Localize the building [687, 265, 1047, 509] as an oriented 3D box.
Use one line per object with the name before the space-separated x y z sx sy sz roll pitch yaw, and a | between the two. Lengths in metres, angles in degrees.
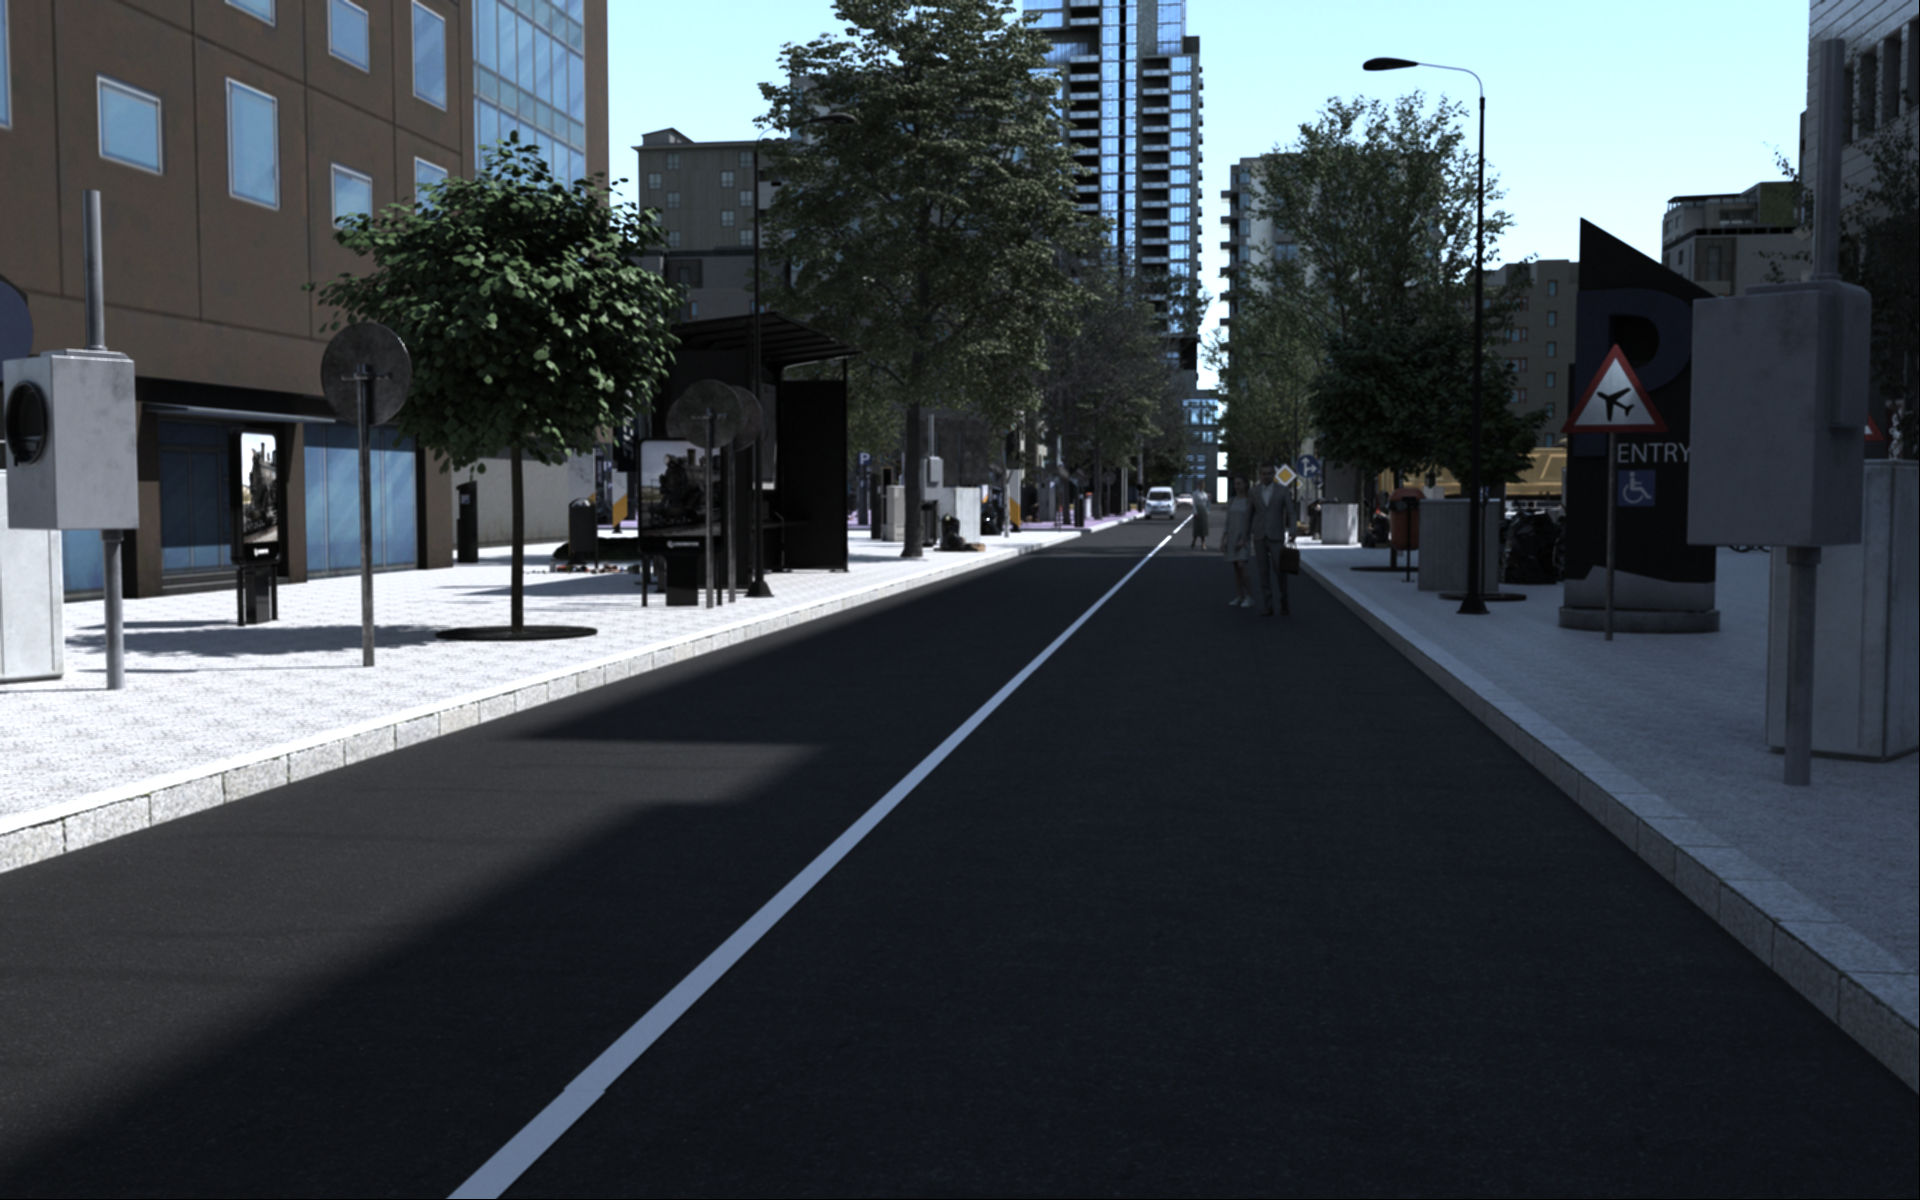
building | -7.196 -19.158 158.264 27.650 21.520 28.899 1 4 8

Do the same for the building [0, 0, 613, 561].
building | -17.766 -23.945 41.606 14.200 45.320 14.600 1 4 8

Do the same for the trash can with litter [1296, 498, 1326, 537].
trash can with litter | 10.577 -2.508 52.387 0.624 1.170 1.055 -3 5 -44

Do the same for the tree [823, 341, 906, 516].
tree | -5.503 -7.994 81.072 4.737 8.622 4.395 0 3 0

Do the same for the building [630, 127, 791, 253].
building | -30.470 -40.771 255.840 27.495 52.752 28.713 1 4 8

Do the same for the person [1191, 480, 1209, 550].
person | 6.156 -2.198 44.658 0.478 1.798 0.641 -1 4 -16

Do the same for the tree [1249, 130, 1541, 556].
tree | 9.230 -5.198 35.342 4.737 8.622 4.395 0 3 0

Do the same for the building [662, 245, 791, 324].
building | -25.896 -26.541 205.650 14.107 30.474 14.160 1 4 8

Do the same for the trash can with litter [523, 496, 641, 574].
trash can with litter | -5.872 -1.049 28.212 2.233 1.210 1.678 2 4 23

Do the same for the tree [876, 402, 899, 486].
tree | -4.234 -10.644 124.397 4.360 8.622 3.978 0 3 0

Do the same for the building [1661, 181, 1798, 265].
building | 101.381 -33.367 229.142 14.086 41.232 14.154 1 4 8

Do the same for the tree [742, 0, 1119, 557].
tree | -0.553 -7.153 35.084 7.486 12.596 7.792 0 3 0

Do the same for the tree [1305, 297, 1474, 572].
tree | 7.296 -2.771 29.012 4.285 4.588 4.351 0 3 0

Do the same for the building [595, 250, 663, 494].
building | -40.070 -26.596 206.546 14.107 30.474 14.160 1 4 8

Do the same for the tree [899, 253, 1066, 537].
tree | 1.245 -6.142 50.789 4.360 8.622 3.978 0 3 0

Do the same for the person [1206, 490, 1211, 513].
person | 18.509 -7.335 129.269 0.563 1.720 0.643 3 5 43

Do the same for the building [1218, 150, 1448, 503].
building | 51.510 -38.034 241.458 30.456 49.044 23.786 1 4 8

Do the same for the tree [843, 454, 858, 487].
tree | -9.604 -11.581 139.716 4.360 8.622 3.978 0 3 0

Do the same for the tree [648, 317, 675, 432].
tree | -11.480 -7.414 71.583 4.360 8.622 3.978 0 3 0

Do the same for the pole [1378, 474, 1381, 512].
pole | 25.888 -6.912 106.856 0.158 3.312 0.155 0 3 0

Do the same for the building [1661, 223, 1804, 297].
building | 85.137 -25.512 188.825 14.107 30.474 14.160 1 4 8

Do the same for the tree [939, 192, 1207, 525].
tree | 4.295 -9.856 71.511 12.009 13.543 11.850 0 3 0

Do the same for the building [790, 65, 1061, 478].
building | -4.193 -35.276 196.370 30.456 49.044 23.786 1 4 8

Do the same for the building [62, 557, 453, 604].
building | -16.323 -22.822 23.250 14.600 45.320 14.200 1 4 8

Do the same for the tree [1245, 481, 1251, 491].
tree | 28.984 -10.997 174.407 1.663 3.219 1.824 0 3 0

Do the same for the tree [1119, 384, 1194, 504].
tree | 17.879 -15.179 165.184 9.611 12.733 9.660 0 3 0

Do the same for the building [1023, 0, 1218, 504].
building | 21.028 -56.976 244.221 31.000 86.520 22.319 1 4 8

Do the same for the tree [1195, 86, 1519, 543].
tree | 10.458 -7.305 45.190 9.928 11.665 9.643 0 3 0

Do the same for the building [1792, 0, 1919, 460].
building | 24.375 -15.311 27.821 11.434 29.767 29.804 1 4 8

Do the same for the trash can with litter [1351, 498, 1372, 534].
trash can with litter | 11.795 -2.426 51.047 0.624 1.170 1.055 2 4 23

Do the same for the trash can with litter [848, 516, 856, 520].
trash can with litter | -6.159 -4.591 86.119 2.233 1.210 1.678 1 4 16

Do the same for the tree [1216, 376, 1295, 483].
tree | 28.393 -15.165 166.068 7.486 12.596 7.792 0 3 0

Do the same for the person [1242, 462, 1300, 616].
person | 3.674 -0.725 20.468 0.709 1.813 0.853 1 4 19

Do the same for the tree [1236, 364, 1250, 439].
tree | 14.551 -7.738 76.872 4.737 8.622 4.395 0 3 0

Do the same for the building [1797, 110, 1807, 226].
building | 98.987 -32.721 185.099 14.200 45.320 14.600 1 4 8

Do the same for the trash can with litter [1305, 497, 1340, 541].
trash can with litter | 10.719 -2.273 48.221 2.233 1.210 1.678 1 4 9

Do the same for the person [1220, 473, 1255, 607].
person | 3.596 -0.775 22.174 0.512 1.701 0.522 3 5 44

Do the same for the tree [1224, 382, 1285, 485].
tree | 18.619 -9.609 107.467 4.360 8.622 3.978 0 3 0

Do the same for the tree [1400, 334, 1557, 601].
tree | 6.435 -1.613 20.969 1.663 3.219 1.824 0 3 0

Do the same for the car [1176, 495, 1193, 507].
car | 25.448 -11.214 195.709 2.083 1.381 4.827 1 4 10

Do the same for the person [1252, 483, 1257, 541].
person | 9.039 -2.692 52.850 0.599 1.781 0.374 -2 4 -30

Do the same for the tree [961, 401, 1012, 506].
tree | 2.022 -10.893 128.459 4.737 8.622 4.395 0 3 0

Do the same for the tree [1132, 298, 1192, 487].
tree | 6.728 -10.274 86.104 7.486 12.596 7.792 0 3 0

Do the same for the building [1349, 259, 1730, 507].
building | 50.768 -19.073 156.890 27.650 21.520 28.899 1 4 8

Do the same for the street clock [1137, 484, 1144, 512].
street clock | 12.672 -7.164 121.703 0.358 2.002 0.471 -3 4 -38

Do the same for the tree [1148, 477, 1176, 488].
tree | 23.477 -13.416 203.063 4.285 4.588 4.351 0 3 0

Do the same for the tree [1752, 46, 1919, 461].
tree | 15.082 -4.723 27.585 4.360 8.622 3.978 0 3 0

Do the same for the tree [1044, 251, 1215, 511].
tree | 12.854 -16.994 133.740 12.611 20.169 13.585 0 3 0

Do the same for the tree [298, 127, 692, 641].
tree | -4.111 -1.952 15.626 4.285 4.588 4.351 0 3 0

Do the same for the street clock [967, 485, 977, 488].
street clock | 0.601 -5.045 87.060 0.471 2.002 0.358 3 4 37
